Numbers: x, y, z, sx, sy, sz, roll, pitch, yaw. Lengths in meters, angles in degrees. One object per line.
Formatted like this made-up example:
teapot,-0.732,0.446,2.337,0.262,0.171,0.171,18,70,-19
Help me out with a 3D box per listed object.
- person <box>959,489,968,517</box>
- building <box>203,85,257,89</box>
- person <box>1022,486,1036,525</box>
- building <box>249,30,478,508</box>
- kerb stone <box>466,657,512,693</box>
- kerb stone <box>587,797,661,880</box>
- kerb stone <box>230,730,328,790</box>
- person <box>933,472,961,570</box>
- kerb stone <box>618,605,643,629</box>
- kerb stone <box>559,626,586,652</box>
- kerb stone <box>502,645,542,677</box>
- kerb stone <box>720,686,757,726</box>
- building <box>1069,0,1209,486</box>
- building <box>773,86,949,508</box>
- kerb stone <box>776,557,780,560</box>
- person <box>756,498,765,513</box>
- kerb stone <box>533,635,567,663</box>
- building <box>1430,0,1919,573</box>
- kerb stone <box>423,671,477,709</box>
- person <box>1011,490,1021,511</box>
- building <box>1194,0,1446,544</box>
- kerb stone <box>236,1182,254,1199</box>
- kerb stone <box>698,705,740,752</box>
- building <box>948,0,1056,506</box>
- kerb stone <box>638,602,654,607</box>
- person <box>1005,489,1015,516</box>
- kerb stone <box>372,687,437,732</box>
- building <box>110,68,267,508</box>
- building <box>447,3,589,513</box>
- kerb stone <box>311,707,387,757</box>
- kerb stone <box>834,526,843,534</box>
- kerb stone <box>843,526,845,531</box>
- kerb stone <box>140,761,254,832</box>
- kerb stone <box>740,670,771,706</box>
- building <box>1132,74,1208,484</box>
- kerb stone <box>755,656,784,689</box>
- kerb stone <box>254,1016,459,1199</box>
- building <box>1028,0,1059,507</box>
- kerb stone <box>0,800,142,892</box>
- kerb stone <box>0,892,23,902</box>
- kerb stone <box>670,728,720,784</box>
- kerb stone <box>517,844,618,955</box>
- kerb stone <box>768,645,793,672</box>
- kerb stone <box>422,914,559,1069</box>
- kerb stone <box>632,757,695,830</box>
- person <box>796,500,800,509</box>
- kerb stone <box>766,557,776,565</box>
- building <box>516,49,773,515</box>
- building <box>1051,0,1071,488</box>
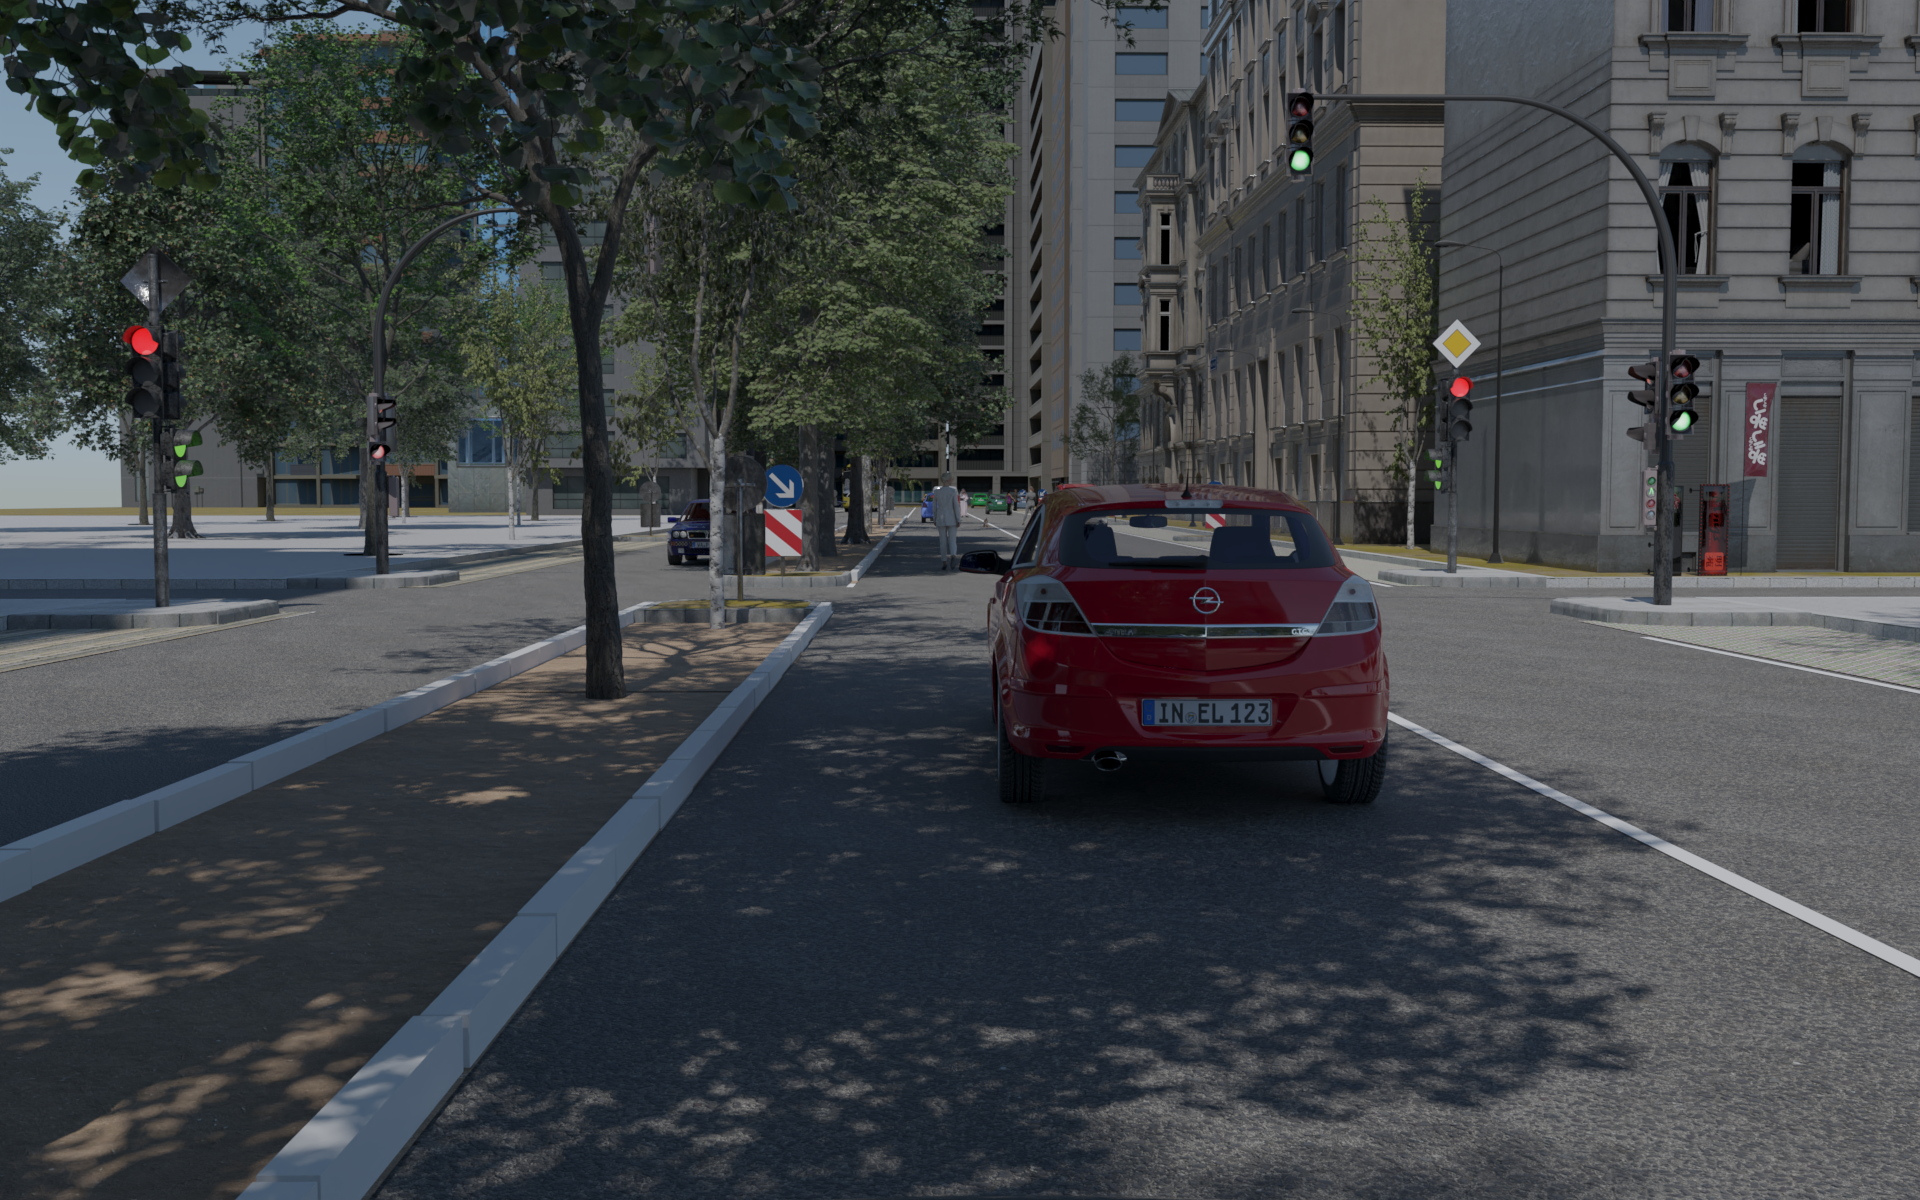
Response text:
person,0.216,-5.921,105.982,0.551,1.740,0.621,-3,5,-41
building,-68.607,-35.303,196.817,30.456,49.044,23.786,0,4,-1
person,3.147,-4.312,79.275,0.520,1.790,0.573,-3,4,-37
building,-50.665,-31.324,166.773,28.867,44.769,22.147,0,4,-1
kerb stone,-3.539,0.568,12.919,0.120,0.150,1.000,0,4,-1
kerb stone,-1.328,0.948,6.839,0.120,0.150,1.000,0,4,-1
kerb stone,-3.462,0.818,8.816,0.120,0.150,1.000,0,4,-1
person,-0.245,-1.467,32.356,0.514,1.842,0.818,0,4,-5
kerb stone,-3.664,0.190,19.083,0.120,0.150,1.000,0,4,-1
kerb stone,-3.603,0.379,16.004,0.120,0.150,1.000,0,4,-1
kerb stone,-3.558,0.505,13.942,0.120,0.150,1.000,0,4,-1
kerb stone,-1.412,0.688,10.942,0.120,0.150,1.000,0,4,-1
building,18.656,-35.833,127.865,21.231,58.520,28.212,0,4,-1
building,-12.159,-35.061,196.945,21.600,48.544,21.300,0,4,-1
kerb stone,-4.014,-0.909,37.062,0.120,0.150,1.000,0,4,-1
person,-9.404,-4.403,81.030,0.519,1.759,0.362,3,5,43
kerb stone,-3.582,0.442,14.968,0.120,0.150,1.000,0,4,-1
building,19.203,-11.207,32.388,18.267,20.994,9.793,0,4,-1
kerb stone,-3.524,0.630,11.891,0.120,0.150,1.000,0,4,-1
person,4.685,-8.364,145.389,0.705,1.807,1.348,-2,4,-35
building,15.440,-15.799,55.584,12.463,27.353,25.104,0,4,-1
kerb stone,-1.251,1.192,2.739,0.120,0.150,1.000,0,4,-1
kerb stone,-1.387,0.751,9.913,0.120,0.150,1.000,0,4,-1
building,8.962,-46.325,195.661,20.611,71.187,20.563,0,4,-1
kerb stone,-3.683,0.128,20.105,0.120,0.150,1.000,0,4,-1
person,3.321,-6.476,115.072,0.721,1.739,1.217,-2,4,-31
kerb stone,-3.498,0.693,10.867,0.120,0.150,1.000,0,4,-1
building,-72.919,-29.761,170.186,14.086,41.232,14.154,0,4,-1
building,-25.260,-50.047,130.941,22.319,86.520,31.000,0,4,-1
kerb stone,-3.489,0.758,9.837,0.120,0.150,1.000,0,4,-1
kerb stone,-4.540,-2.600,64.732,0.120,0.150,1.000,0,4,-1
kerb stone,-4.550,-2.662,65.764,0.120,0.150,1.000,0,4,-1
kerb stone,-3.444,0.887,7.794,0.120,0.150,1.000,0,4,-1
kerb stone,-1.427,0.630,11.967,0.120,0.150,1.000,0,4,-1
building,16.121,-16.324,85.977,14.460,24.649,34.723,0,4,-1
kerb stone,-1.442,0.563,12.988,0.120,0.150,1.000,0,4,-1
kerb stone,-1.274,1.127,3.763,0.120,0.150,1.000,0,4,-1
building,17.919,-33.251,167.353,21.300,48.544,21.600,0,4,-1
kerb stone,-3.433,0.943,6.770,0.120,0.150,1.000,0,4,-1
kerb stone,-3.398,1.006,5.741,0.120,0.150,1.000,0,4,-1
kerb stone,-1.367,0.814,8.890,0.120,0.150,1.000,0,4,-1
kerb stone,-1.305,1.003,5.810,0.120,0.150,1.000,0,4,-1
kerb stone,-1.469,0.501,14.010,0.120,0.150,1.000,0,4,-1
kerb stone,-1.285,1.070,4.789,0.120,0.150,1.000,0,4,-1
kerb stone,-1.341,0.877,7.861,0.120,0.150,1.000,0,4,-1
person,-5.921,-3.490,64.919,0.474,1.900,0.648,-2,4,-34
kerb stone,-3.990,-0.846,36.035,0.120,0.150,1.000,0,4,-1
building,-19.625,-20.706,110.244,14.160,30.474,14.107,0,4,-1
building,15.342,-30.546,149.532,14.600,45.320,14.200,0,4,-1
